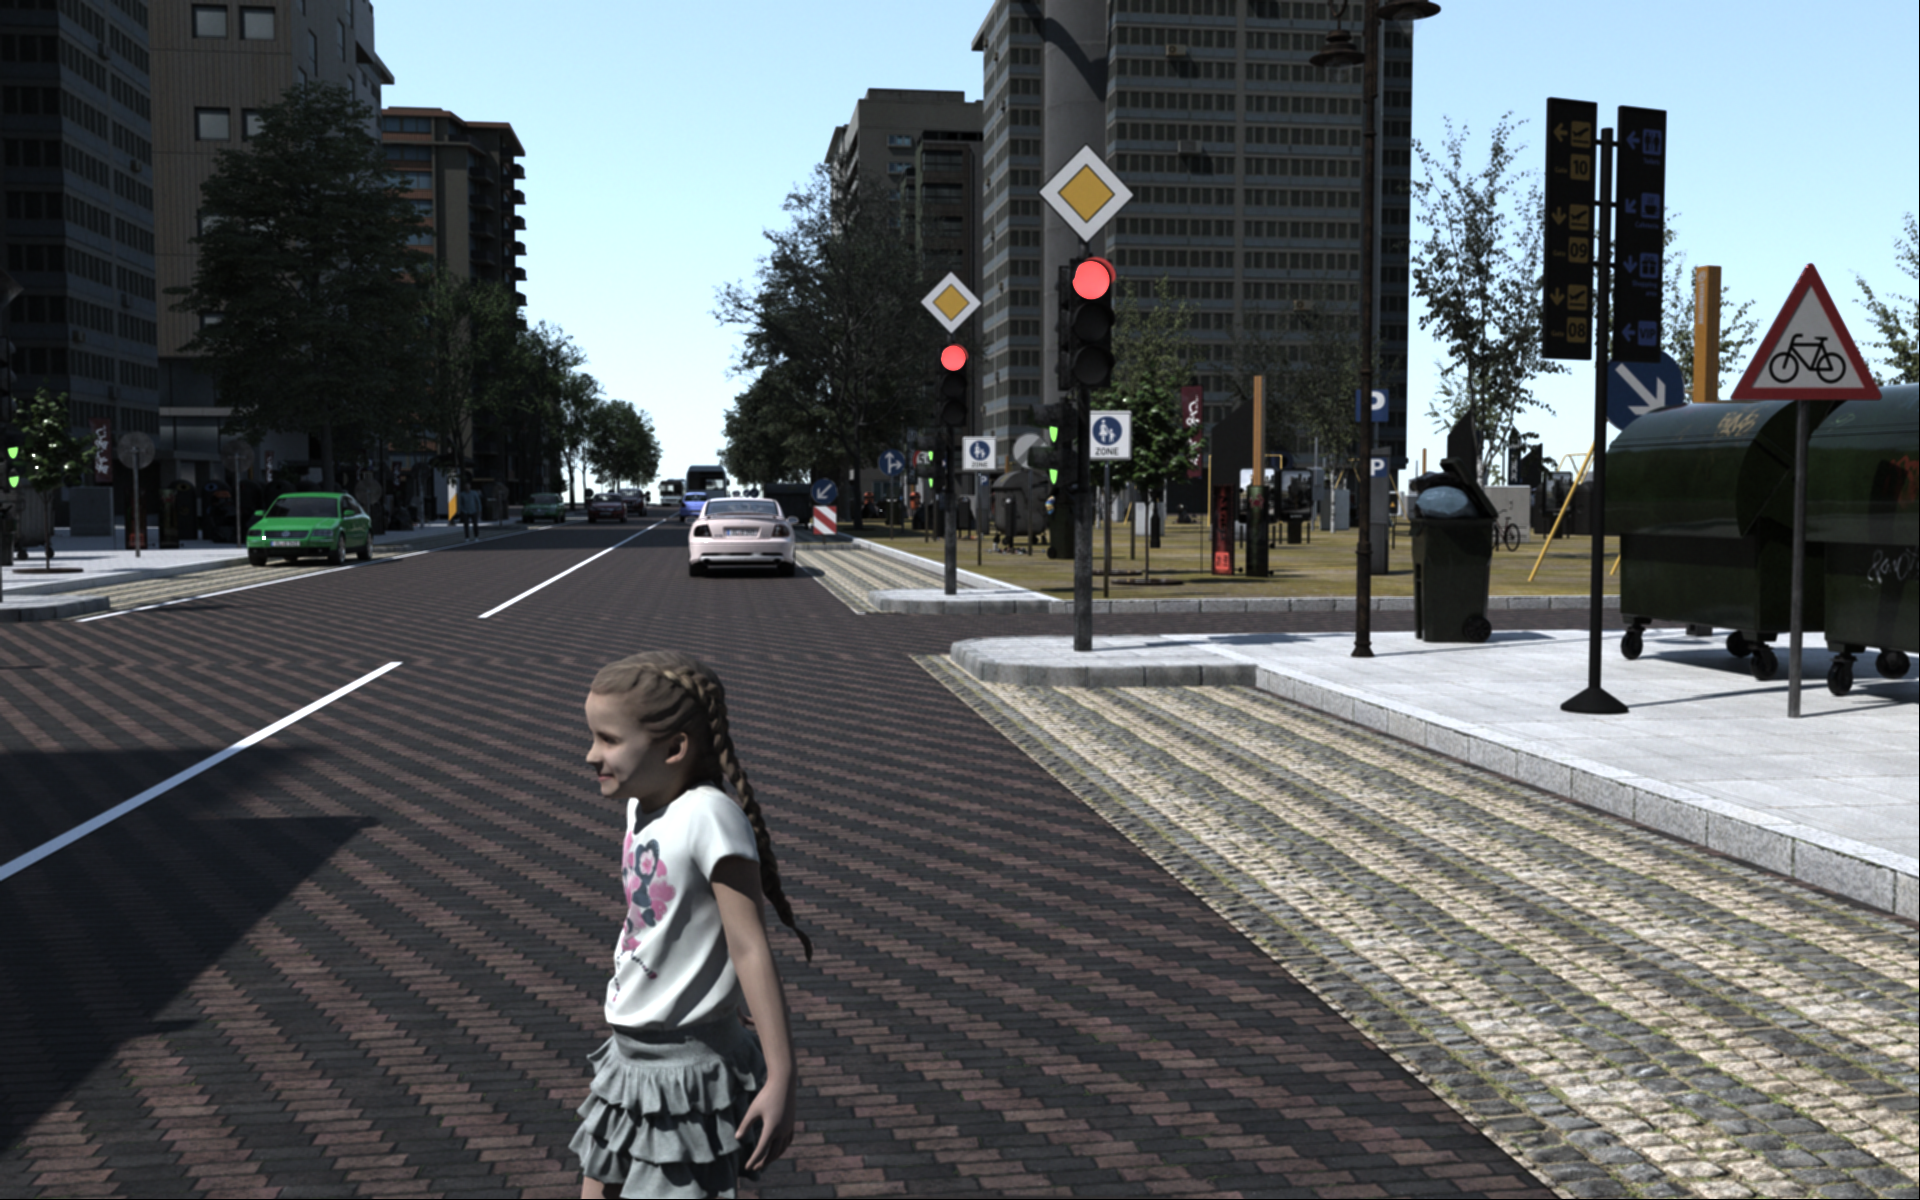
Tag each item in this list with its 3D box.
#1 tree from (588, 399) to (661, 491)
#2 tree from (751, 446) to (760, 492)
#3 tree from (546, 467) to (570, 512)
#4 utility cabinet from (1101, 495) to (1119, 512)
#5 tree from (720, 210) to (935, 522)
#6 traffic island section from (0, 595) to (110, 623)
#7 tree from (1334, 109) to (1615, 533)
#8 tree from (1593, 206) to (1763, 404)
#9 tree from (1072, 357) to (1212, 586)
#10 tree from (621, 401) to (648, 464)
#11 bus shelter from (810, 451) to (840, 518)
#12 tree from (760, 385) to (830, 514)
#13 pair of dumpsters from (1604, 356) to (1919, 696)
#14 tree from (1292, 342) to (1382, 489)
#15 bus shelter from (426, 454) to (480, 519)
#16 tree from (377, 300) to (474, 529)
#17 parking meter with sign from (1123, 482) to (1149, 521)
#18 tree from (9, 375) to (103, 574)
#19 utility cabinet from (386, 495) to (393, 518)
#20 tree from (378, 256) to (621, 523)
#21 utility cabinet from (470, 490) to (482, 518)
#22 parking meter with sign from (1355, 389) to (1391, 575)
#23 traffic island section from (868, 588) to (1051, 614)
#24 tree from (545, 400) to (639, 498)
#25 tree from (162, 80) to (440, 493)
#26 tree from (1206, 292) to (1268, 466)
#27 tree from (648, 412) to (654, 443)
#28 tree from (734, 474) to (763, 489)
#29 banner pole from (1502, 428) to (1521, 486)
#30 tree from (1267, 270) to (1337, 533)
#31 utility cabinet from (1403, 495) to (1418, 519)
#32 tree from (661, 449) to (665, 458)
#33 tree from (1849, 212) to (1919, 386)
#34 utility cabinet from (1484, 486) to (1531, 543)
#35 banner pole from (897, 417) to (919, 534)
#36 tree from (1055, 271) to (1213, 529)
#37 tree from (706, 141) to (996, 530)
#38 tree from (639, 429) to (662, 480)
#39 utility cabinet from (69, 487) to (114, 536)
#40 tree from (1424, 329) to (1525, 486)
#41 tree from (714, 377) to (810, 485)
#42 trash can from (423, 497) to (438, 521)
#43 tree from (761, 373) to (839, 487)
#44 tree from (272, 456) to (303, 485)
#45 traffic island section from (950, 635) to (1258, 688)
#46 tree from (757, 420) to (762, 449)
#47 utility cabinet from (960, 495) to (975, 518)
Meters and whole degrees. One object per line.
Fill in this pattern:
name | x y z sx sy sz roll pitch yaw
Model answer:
tree | -40.392 -17.648 206.666 7.486 12.596 7.792 0 3 0
tree | -20.020 -14.080 180.566 4.360 8.622 3.978 0 3 0
tree | -28.771 -7.896 123.708 1.663 3.219 1.824 0 3 0
utility cabinet | 8.488 -5.306 97.920 1.020 1.237 0.306 1 4 22
tree | -5.301 -10.565 79.396 9.857 13.997 8.962 0 3 0
traffic island section | -11.425 0.110 20.485 2.009 0.180 2.903 0 4 -8
tree | 10.328 -5.088 33.557 4.360 8.622 3.978 0 3 0
tree | 17.850 -5.751 44.388 4.737 8.622 4.395 0 3 0
tree | 2.785 -1.832 24.557 1.663 3.219 1.824 0 3 0
tree | -25.635 -10.848 103.128 9.928 11.665 9.643 0 3 0
bus shelter | -7.138 -6.058 90.331 1.731 3.624 6.357 -1 4 -8
tree | -9.879 -9.885 111.975 4.360 8.622 3.978 0 3 0
pair of dumpsters | 6.029 -0.549 11.465 1.574 2.255 4.437 -1 4 -8
tree | 17.826 -7.976 80.775 4.737 8.622 4.395 0 3 0
bus shelter | -26.273 -5.870 89.902 2.014 3.302 5.546 -1 4 -8
tree | -19.753 -6.910 63.348 4.737 8.622 4.395 0 3 0
parking meter with sign | 8.224 -5.273 82.476 1.738 3.016 0.543 -1 4 -23
tree | -14.795 -2.059 28.259 1.663 3.219 1.824 0 3 0
utility cabinet | -30.101 -4.901 91.299 1.020 1.237 0.306 -2 4 -25
tree | -22.154 -9.214 76.406 9.928 11.665 9.643 0 3 0
utility cabinet | -26.229 -5.195 93.616 1.173 1.500 0.318 3 5 41
parking meter with sign | 6.703 -1.944 28.046 0.543 3.016 1.738 1 4 10
traffic island section | -0.097 0.012 22.087 2.009 0.180 2.903 0 4 -8
tree | -33.652 -13.425 153.908 7.601 10.594 8.767 -2 4 -25
tree | -18.081 -7.953 48.166 7.486 12.596 7.792 0 3 0
tree | 11.264 -6.950 63.989 4.360 8.622 3.978 0 3 0
tree | -37.172 -15.944 186.435 9.928 11.665 9.643 0 3 0
tree | -28.504 -19.900 243.492 7.486 12.596 7.792 0 3 0
banner pole | 20.734 -4.606 65.326 0.863 3.779 0.401 1 4 14
tree | 12.250 -6.489 56.451 4.360 8.622 3.978 0 3 0
utility cabinet | 23.022 -4.708 88.129 1.020 1.237 0.306 -2 4 -34
tree | -46.979 -20.446 252.425 7.486 12.596 7.792 0 3 0
tree | 24.829 -5.716 43.817 4.737 8.622 4.395 0 3 0
utility cabinet | 14.161 -2.217 44.926 1.173 1.500 0.318 1 4 11
banner pole | -1.681 -4.059 56.383 0.863 3.779 0.401 -3 5 -39
tree | 6.022 -6.503 56.687 4.737 8.622 4.395 0 3 0
tree | -3.762 -9.239 61.422 12.009 13.543 11.850 0 3 0
tree | -44.192 -18.414 235.487 7.601 10.594 8.767 0 4 5
utility cabinet | -26.206 -2.666 52.270 1.173 1.500 0.318 0 4 -6
tree | 21.838 -7.471 72.520 4.737 8.622 4.395 0 3 0
tree | -18.103 -15.107 164.013 9.611 12.733 9.660 0 3 0
trash can | -25.442 -4.373 83.150 0.748 1.137 0.748 0 3 0
tree | -8.136 -9.064 98.555 4.737 8.622 4.395 0 3 0
tree | -34.209 -5.707 87.904 1.663 3.219 1.824 0 3 0
traffic island section | 1.029 0.495 14.181 2.009 0.180 2.903 0 4 -8
tree | -13.650 -11.149 132.640 4.737 8.622 4.395 0 3 0
utility cabinet | 0.523 -4.789 89.467 1.020 1.237 0.306 0 4 5
